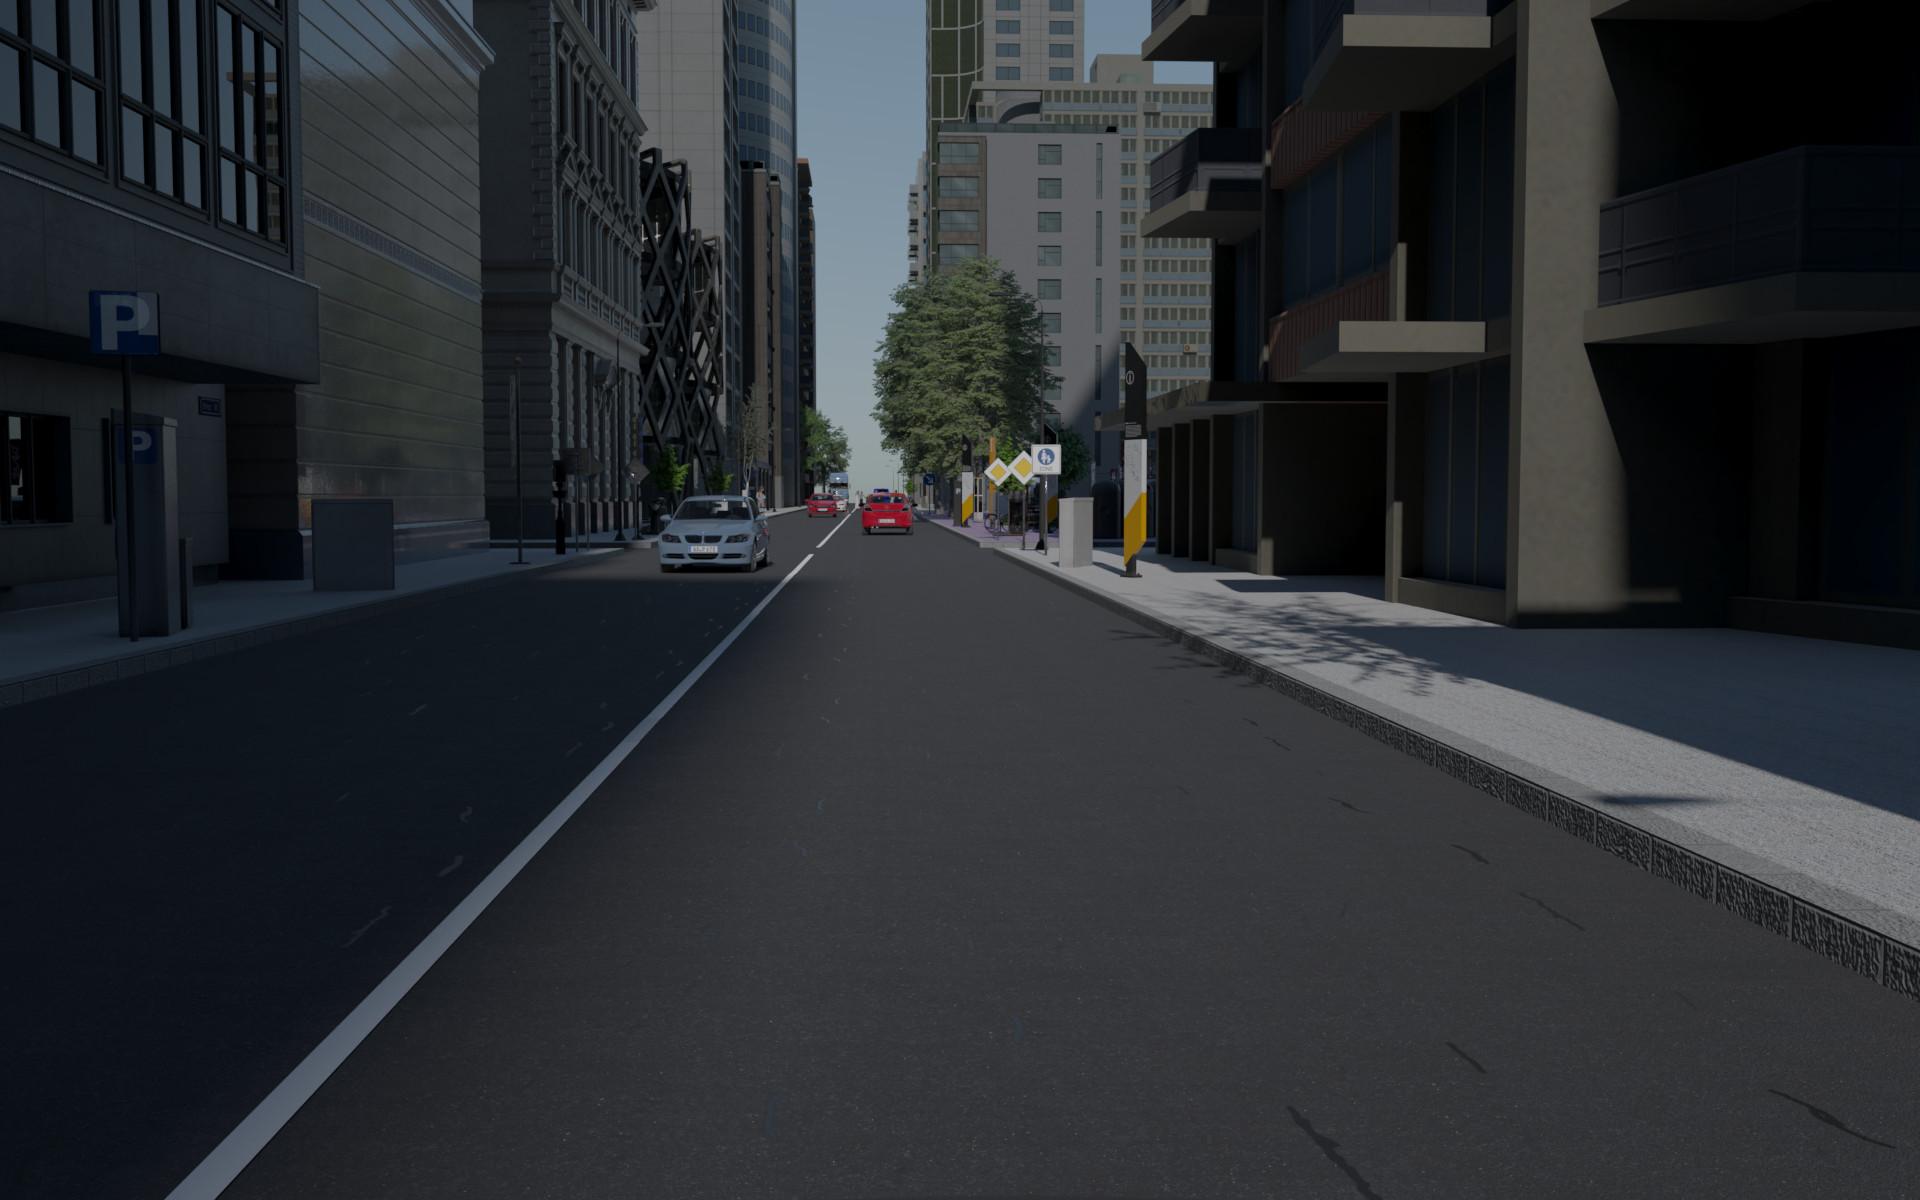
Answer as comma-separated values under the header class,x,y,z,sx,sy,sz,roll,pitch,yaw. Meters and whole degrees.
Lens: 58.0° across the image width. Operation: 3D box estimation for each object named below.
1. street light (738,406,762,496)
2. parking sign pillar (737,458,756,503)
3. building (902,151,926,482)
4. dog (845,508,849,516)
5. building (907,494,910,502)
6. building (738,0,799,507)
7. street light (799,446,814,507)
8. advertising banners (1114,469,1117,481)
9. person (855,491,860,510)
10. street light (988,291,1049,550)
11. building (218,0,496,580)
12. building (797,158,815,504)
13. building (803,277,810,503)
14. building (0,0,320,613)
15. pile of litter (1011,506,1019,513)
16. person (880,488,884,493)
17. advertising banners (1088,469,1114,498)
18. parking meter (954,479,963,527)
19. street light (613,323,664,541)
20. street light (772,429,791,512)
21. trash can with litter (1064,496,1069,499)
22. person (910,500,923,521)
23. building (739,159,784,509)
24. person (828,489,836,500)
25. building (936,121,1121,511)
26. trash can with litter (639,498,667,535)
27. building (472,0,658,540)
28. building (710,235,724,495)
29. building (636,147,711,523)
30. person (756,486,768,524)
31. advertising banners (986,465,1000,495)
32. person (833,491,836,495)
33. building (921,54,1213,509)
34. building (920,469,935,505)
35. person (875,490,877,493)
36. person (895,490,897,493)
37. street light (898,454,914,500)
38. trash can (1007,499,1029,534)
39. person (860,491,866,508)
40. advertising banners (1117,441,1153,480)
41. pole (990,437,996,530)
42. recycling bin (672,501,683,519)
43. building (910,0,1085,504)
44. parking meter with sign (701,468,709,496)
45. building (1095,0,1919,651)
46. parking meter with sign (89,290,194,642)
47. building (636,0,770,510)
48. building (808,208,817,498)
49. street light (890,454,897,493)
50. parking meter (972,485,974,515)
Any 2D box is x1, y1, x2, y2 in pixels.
class,x,y,z,sx,sy,sz,roll,pitch,yaw
street light,-11.068,-7.244,90.985,1.470,5.913,1.316,0,4,-3
parking sign pillar,-14.639,-7.983,118.989,1.447,3.967,1.447,-3,5,-44
building,3.890,-38.136,243.129,23.786,49.044,30.456,0,4,-3
dog,-7.394,-5.754,113.365,0.540,0.507,0.406,2,4,29
building,7.900,-35.417,270.947,32.217,40.220,23.993,0,4,-3
building,-26.982,-38.376,169.446,21.231,58.520,28.212,0,4,-3
street light,-14.938,-11.910,167.274,1.470,5.913,1.316,0,4,-3
advertising banners,9.592,-6.079,95.585,2.074,3.025,0.090,-2,4,-25
person,-9.415,-9.184,159.326,0.621,1.740,0.551,-3,5,-43
street light,1.345,-4.115,39.823,1.470,5.913,1.316,0,4,-3
building,-19.836,-14.986,30.922,20.117,28.700,13.634,0,4,-3
building,-29.862,-34.580,220.000,22.147,44.769,28.867,0,4,-3
building,-32.441,-37.998,244.971,21.300,48.544,21.600,0,4,-3
building,-15.339,-13.356,11.882,14.314,27.812,24.014,0,4,-3
pile of litter,2.918,-5.165,98.406,1.176,0.858,1.719,0,4,4
person,-5.808,-7.460,130.104,1.348,1.869,0.705,1,4,10
advertising banners,9.897,-7.570,119.957,2.074,3.025,0.090,1,4,16
parking meter,-0.052,-3.831,68.354,0.399,1.863,0.255,0,4,1
street light,-8.748,-4.565,47.182,1.470,5.913,1.316,0,4,-3
street light,-12.716,-9.241,123.637,1.470,5.913,1.316,0,4,-3
trash can with litter,6.732,-5.688,104.380,1.055,1.170,0.624,-1,4,-16
person,-2.457,-4.503,87.626,1.012,1.151,0.738,2,4,33
building,-22.665,-23.099,149.377,14.160,30.474,14.107,0,4,-3
person,-10.223,-7.772,135.586,1.348,1.822,0.705,-3,4,-37
building,5.003,-22.417,138.211,14.160,30.474,14.107,0,4,-3
trash can with litter,-9.682,-2.627,54.334,1.055,1.170,0.624,3,4,39
building,-16.627,-13.950,56.958,11.050,23.489,19.941,0,4,-3
building,-21.933,-14.076,97.587,16.820,18.784,16.811,0,4,-3
building,-20.267,-12.711,75.280,16.820,18.784,16.811,0,4,-3
person,-9.357,-4.446,81.285,0.778,1.811,0.616,-1,4,-12
advertising banners,1.972,-6.615,104.350,0.090,3.025,2.074,2,4,26
person,-10.831,-8.587,149.719,1.217,1.723,0.721,1,4,21
building,12.757,-28.473,157.412,32.217,40.220,23.993,0,4,-3
building,10.010,-20.756,184.397,27.650,21.520,28.899,0,4,-3
person,-6.363,-7.540,132.303,1.217,1.766,0.721,-1,4,-19
person,-4.594,-7.083,125.026,1.217,1.735,0.721,-1,4,-11
street light,-4.714,-11.201,155.684,1.470,5.913,1.316,0,4,-3
trash can,1.846,-2.659,55.132,0.748,1.137,0.748,0,3,0
person,-10.028,-10.157,175.348,1.217,1.735,0.721,2,4,33
advertising banners,5.769,-3.665,56.117,0.090,3.025,2.074,-2,4,-28
pole,1.168,-4.171,62.046,0.158,3.312,0.155,0,3,0
recycling bin,-13.947,-4.506,86.223,0.722,1.027,0.722,-1,4,-17
building,4.074,-47.626,216.942,20.563,71.187,20.611,0,4,-3
parking meter with sign,-16.686,-7.312,115.809,0.543,3.016,1.738,-2,4,-34
building,14.464,-22.584,23.878,22.147,44.769,28.867,0,4,-3
parking meter with sign,-7.381,-1.193,15.764,0.543,3.016,1.738,-1,4,-14
building,-25.105,-42.349,130.658,20.563,71.187,20.611,0,4,-3
building,-28.995,-37.494,263.139,14.600,45.320,14.200,0,4,-3
street light,-7.041,-13.849,198.969,1.470,5.913,1.316,0,4,-3
parking meter,0.942,-6.148,106.225,0.255,1.863,0.399,2,4,30
